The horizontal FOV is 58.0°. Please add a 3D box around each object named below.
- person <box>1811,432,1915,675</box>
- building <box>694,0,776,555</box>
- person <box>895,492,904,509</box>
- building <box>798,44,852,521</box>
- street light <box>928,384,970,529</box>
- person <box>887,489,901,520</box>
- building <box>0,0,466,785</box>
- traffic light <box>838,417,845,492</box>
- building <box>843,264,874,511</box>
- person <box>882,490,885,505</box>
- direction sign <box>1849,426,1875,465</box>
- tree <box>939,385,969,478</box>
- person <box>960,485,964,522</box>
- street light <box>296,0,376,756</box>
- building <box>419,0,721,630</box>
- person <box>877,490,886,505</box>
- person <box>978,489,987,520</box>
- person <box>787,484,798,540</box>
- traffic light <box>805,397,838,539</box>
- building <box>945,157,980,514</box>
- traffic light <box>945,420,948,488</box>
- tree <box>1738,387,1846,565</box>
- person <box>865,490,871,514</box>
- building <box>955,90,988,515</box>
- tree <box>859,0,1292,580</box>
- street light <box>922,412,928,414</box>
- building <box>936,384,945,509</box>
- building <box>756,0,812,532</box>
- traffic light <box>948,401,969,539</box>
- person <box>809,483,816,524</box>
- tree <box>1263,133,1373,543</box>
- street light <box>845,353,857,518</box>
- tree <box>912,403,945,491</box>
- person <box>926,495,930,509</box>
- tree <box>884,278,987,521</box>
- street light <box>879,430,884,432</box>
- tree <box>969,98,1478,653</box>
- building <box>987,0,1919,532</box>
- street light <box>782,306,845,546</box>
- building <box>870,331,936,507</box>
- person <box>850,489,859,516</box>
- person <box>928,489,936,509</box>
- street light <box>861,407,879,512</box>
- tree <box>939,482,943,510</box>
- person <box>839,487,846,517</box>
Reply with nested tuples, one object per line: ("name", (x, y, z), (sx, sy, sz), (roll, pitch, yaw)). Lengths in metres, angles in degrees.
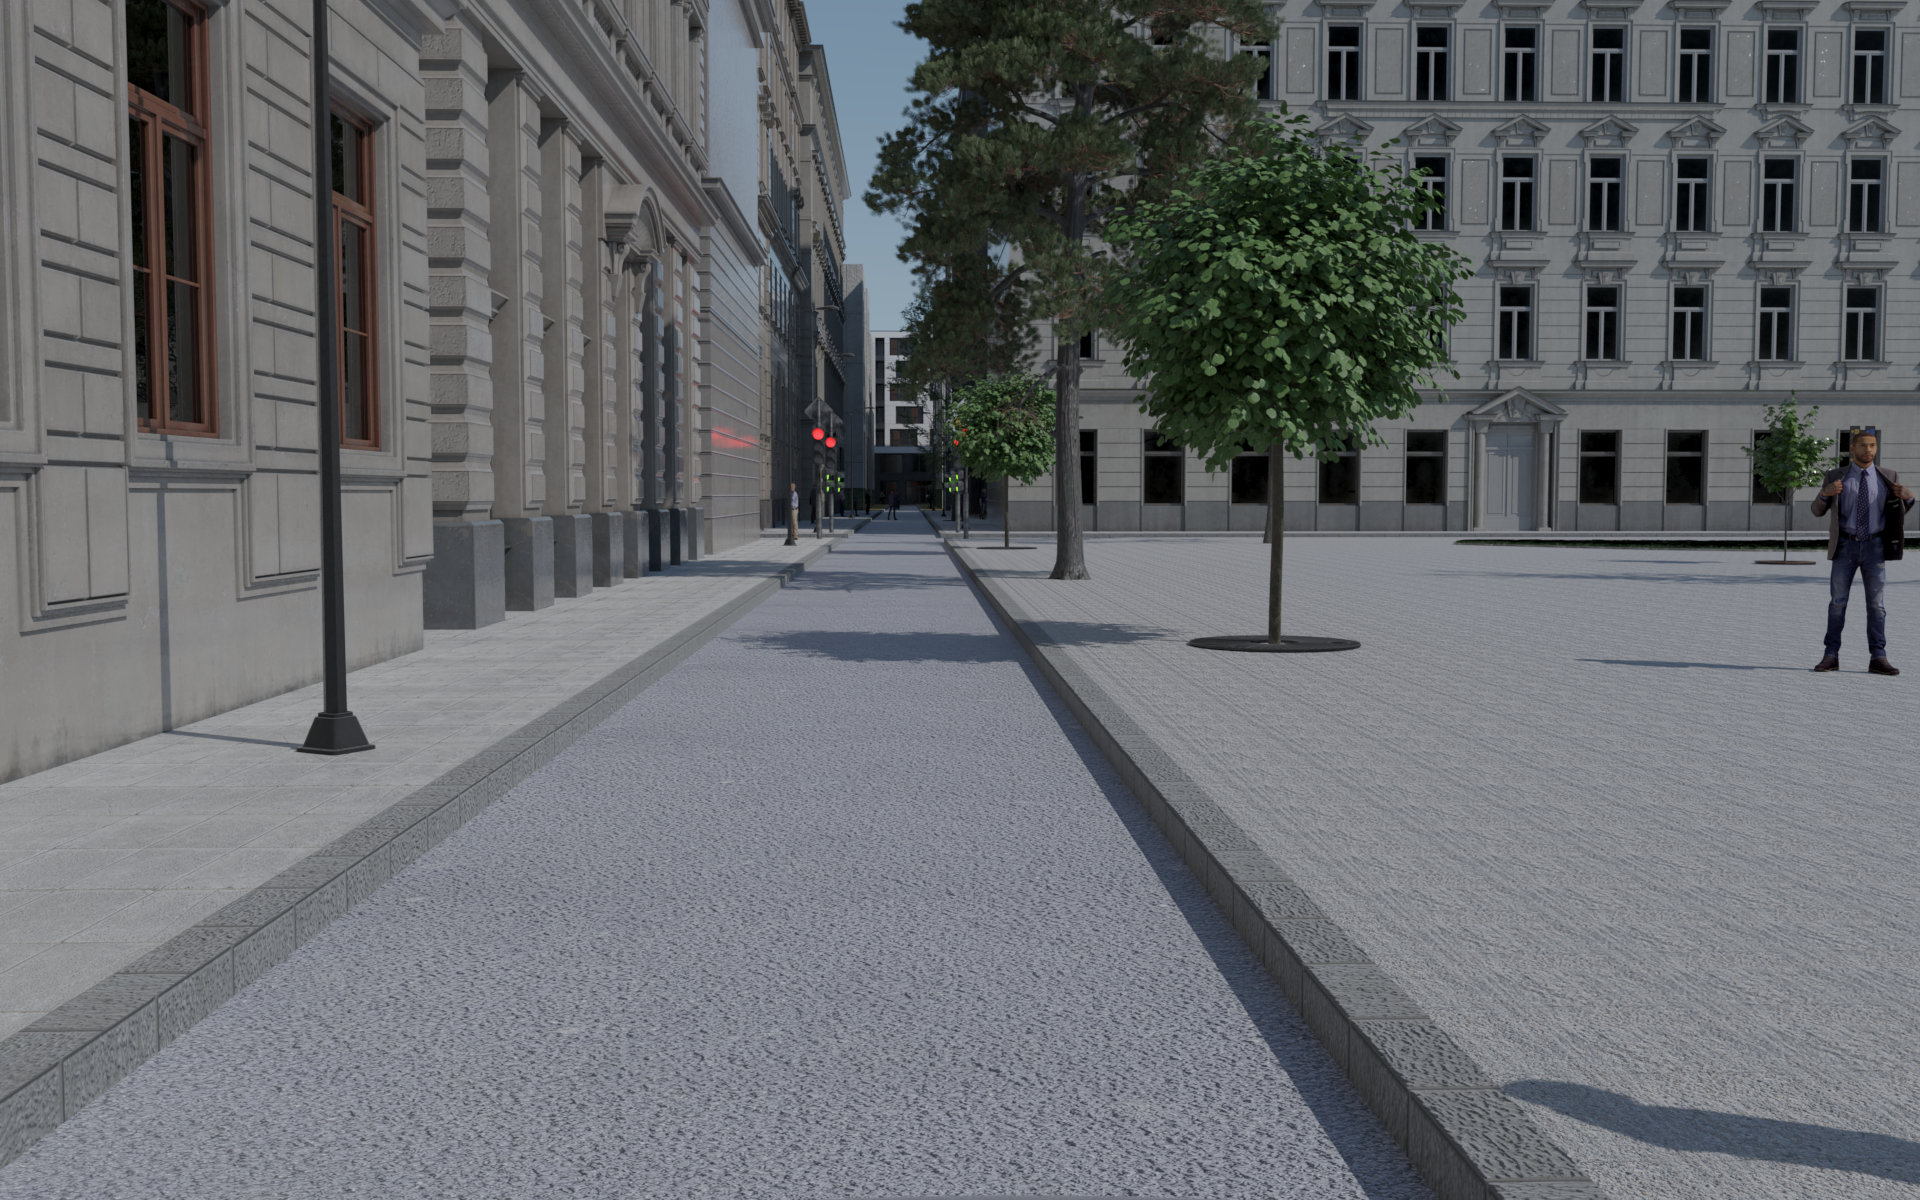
("person", (6.424, -0.335, 12.349), (0.655, 1.722, 0.431), (2, 4, 24))
("building", (-16.934, -12.208, 41.407), (24.055, 21.916, 13.314), (0, 4, -2))
("person", (-5.825, -9.367, 162.355), (1.217, 1.736, 0.721), (1, 4, 21))
("building", (-15.631, -20.033, 103.962), (17.030, 29.872, 44.131), (0, 4, -2))
("street light", (-0.353, -5.575, 63.700), (1.470, 5.913, 1.316), (0, 4, -2))
("person", (-3.674, -5.209, 94.587), (0.530, 1.710, 0.541), (-3, 5, -45))
("building", (-9.084, -10.250, 3.749), (11.583, 22.565, 21.152), (0, 4, -2))
("traffic light", (-4.249, -4.167, 57.376), (0.839, 4.213, 0.868), (0, 4, -2))
("building", (-16.315, -17.270, 148.816), (16.747, 18.905, 31.486), (0, 4, -2))
("person", (-9.193, -12.336, 207.675), (0.705, 1.831, 1.348), (0, 4, -5))
("direction sign", (29.898, -4.004, 57.463), (0.876, 3.537, 0.379), (0, 4, -6))
("tree", (1.185, -3.476, 40.543), (4.285, 4.588, 4.351), (0, 3, 0))
("person", (0.155, -4.514, 80.764), (0.541, 1.710, 0.530), (-3, 5, -41))
("street light", (-2.581, -2.199, 8.497), (1.470, 5.913, 1.316), (0, 4, -2))
("building", (-9.641, -11.979, 24.730), (11.050, 23.489, 19.941), (0, 4, -2))
("person", (-9.298, -12.094, 204.564), (1.217, 1.735, 0.721), (2, 4, 29))
("person", (1.171, -4.806, 86.830), (0.569, 1.553, 0.471), (-2, 4, -27))
("person", (-4.681, -2.461, 48.349), (0.319, 1.574, 0.516), (-1, 4, -9))
("traffic light", (-4.006, -3.679, 49.394), (0.839, 4.213, 0.868), (0, 4, -2))
("building", (5.167, -18.636, 122.723), (12.078, 24.808, 19.932), (0, 4, -2))
("traffic light", (-0.090, -4.176, 57.518), (0.839, 4.213, 0.868), (0, 4, -2))
("tree", (15.077, -2.258, 31.514), (1.663, 3.219, 1.824), (0, 3, 0))
("person", (-5.764, -6.143, 108.743), (0.388, 1.546, 0.482), (0, 3, 0))
("building", (7.001, -18.768, 100.359), (14.314, 27.812, 24.014), (0, 4, -2))
("tree", (1.632, -6.348, 25.853), (6.751, 12.117, 7.091), (0, 3, 0))
("street light", (-1.463, -7.675, 98.030), (1.470, 5.913, 1.316), (0, 4, -2))
("building", (6.425, -17.967, 160.219), (16.747, 18.905, 31.486), (0, 4, -2))
("building", (-12.781, -16.629, 69.144), (12.463, 27.353, 25.104), (0, 4, -2))
("traffic light", (0.153, -3.688, 49.536), (0.839, 4.213, 0.868), (0, 4, -2))
("person", (-6.195, -4.157, 74.568), (0.434, 1.755, 0.990), (-2, 4, -35))
("tree", (8.348, -6.740, 44.610), (7.601, 10.594, 8.767), (1, 4, 10))
("street light", (-4.180, -5.182, 57.268), (1.470, 5.913, 1.316), (0, 4, -2))
("tree", (-1.429, -11.383, 136.474), (4.737, 8.622, 4.395), (0, 3, 0))
("person", (-2.691, -8.759, 152.440), (0.628, 1.438, 0.799), (0, 4, -4))
("tree", (-0.133, -9.538, 81.698), (9.928, 11.665, 9.643), (0, 3, 0))
("street light", (-6.220, -9.412, 126.420), (1.470, 5.913, 1.316), (0, 4, -2))
("tree", (2.581, -1.886, 14.547), (4.285, 4.588, 4.351), (0, 3, 0))
("building", (22.830, -17.752, 66.666), (44.131, 29.872, 17.030), (0, 4, -2))
("street light", (-3.682, -4.299, 42.828), (1.470, 5.913, 1.316), (0, 4, -2))
("building", (-13.810, -23.623, 230.207), (32.646, 21.610, 27.936), (0, 4, -2))
("person", (-6.062, -5.575, 99.399), (0.499, 1.552, 0.429), (-2, 4, -27))
("person", (-2.488, -8.866, 151.031), (0.705, 1.821, 1.348), (-2, 4, -32))
("street light", (-5.221, -7.312, 92.085), (1.470, 5.913, 1.316), (0, 4, -2))
("tree", (-1.066, -9.062, 142.759), (1.663, 3.219, 1.824), (0, 3, 0))
("person", (-6.633, -5.589, 98.353), (0.436, 1.711, 0.756), (0, 4, 7))
